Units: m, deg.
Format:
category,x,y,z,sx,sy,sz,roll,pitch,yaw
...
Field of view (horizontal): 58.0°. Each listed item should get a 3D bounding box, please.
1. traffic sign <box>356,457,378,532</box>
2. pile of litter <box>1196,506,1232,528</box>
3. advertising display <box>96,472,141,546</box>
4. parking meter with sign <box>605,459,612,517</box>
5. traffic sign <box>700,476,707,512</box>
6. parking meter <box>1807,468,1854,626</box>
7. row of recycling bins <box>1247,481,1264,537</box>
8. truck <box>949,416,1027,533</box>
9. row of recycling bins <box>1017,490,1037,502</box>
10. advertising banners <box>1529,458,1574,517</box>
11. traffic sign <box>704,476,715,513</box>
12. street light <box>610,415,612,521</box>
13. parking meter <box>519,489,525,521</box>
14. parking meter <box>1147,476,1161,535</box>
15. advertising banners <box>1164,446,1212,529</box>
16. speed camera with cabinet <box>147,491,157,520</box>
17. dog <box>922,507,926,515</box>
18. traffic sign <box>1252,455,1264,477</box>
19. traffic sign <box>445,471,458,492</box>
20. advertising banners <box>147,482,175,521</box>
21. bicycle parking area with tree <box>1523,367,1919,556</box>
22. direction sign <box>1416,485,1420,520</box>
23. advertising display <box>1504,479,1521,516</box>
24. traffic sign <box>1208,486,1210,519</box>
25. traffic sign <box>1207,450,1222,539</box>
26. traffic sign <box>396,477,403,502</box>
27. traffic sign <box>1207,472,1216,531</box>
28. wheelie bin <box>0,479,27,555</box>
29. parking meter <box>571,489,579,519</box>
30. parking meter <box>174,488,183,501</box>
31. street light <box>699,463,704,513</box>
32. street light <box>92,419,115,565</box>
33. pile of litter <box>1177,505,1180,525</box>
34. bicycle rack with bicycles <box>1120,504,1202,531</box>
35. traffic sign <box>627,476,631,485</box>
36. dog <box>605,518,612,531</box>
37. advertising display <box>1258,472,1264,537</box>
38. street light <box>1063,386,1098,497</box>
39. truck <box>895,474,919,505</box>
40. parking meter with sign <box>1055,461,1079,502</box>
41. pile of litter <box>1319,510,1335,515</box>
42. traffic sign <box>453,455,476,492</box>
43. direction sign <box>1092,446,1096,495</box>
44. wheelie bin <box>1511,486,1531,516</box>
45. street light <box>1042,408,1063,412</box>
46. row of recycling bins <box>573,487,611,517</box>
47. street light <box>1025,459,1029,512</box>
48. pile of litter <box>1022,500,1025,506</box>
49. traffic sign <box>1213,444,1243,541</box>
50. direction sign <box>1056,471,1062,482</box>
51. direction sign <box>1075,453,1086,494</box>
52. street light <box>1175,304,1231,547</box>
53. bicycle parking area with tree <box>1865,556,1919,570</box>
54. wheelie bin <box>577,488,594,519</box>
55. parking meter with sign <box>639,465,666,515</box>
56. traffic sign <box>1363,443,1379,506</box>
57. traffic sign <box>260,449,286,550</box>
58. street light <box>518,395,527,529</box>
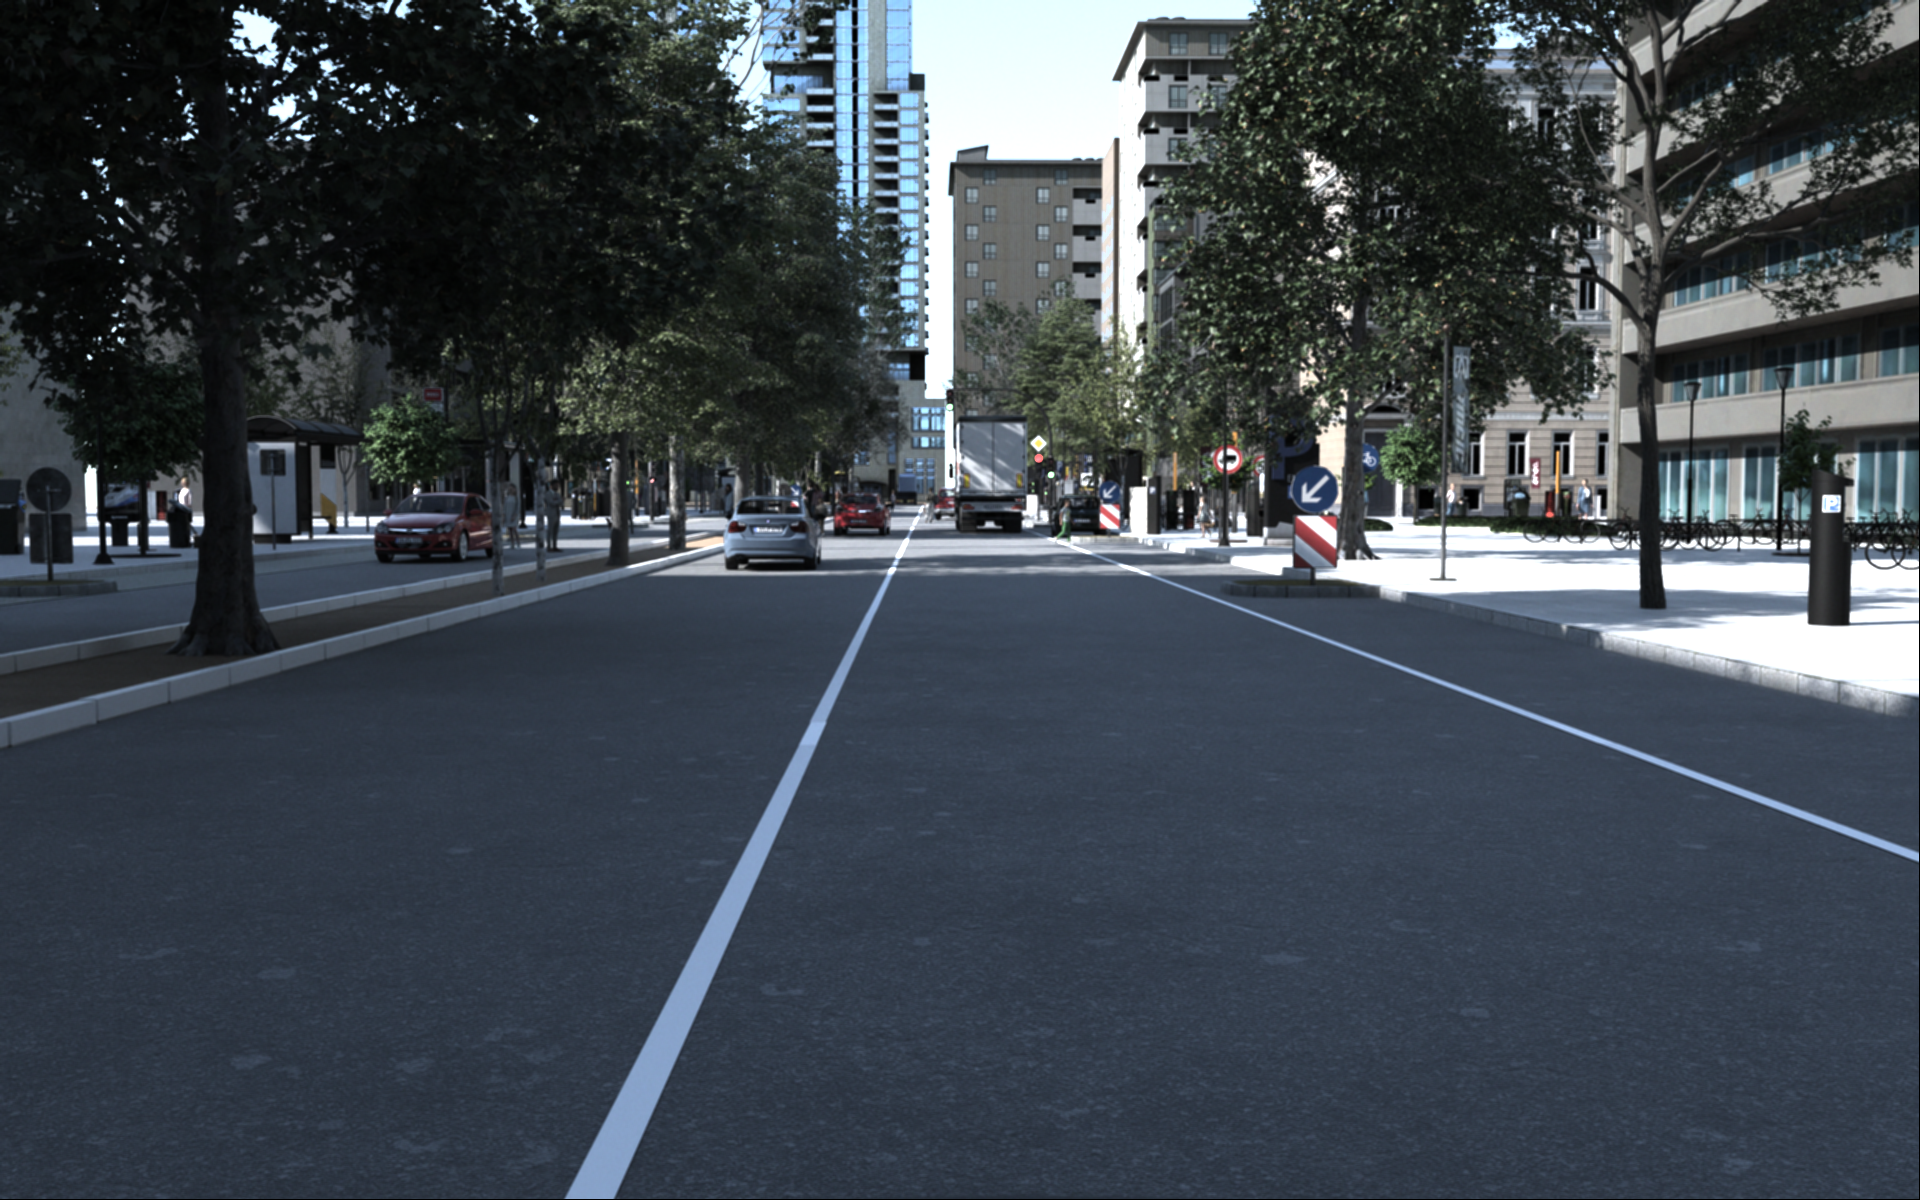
category,x,y,z,sx,sy,sz,roll,pitch,yaw
traffic sign,-19.919,-3.552,58.185,0.768,2.556,0.104,0,4,4
pile of litter,9.690,-3.195,66.197,1.719,0.858,1.176,-2,4,-27
advertising display,-20.676,-2.286,42.586,0.974,1.923,0.123,-1,4,-20
parking meter with sign,-16.936,-5.476,85.798,0.543,3.016,1.738,1,4,13
traffic sign,-17.824,-7.399,121.083,0.768,2.556,0.104,0,4,2
parking meter,8.519,-0.522,16.943,0.372,1.533,0.369,0,3,0
row of recycling bins,9.490,-2.859,53.860,1.069,1.692,3.534,1,4,13
truck,1.057,-4.813,67.604,2.839,4.237,11.283,0,4,-1
row of recycling bins,5.504,-9.036,154.851,3.534,1.692,1.069,3,4,38
advertising banners,28.584,-5.355,83.739,2.074,3.025,0.090,1,4,22
traffic sign,-17.374,-7.351,120.290,0.768,2.556,0.104,0,4,4
street light,-16.123,-6.760,83.060,1.470,5.913,1.316,0,4,-1
parking meter,-20.984,-4.552,82.829,0.372,1.533,0.369,0,3,0
parking meter,6.126,-2.998,54.724,0.399,1.863,0.255,2,4,34
advertising banners,8.311,-4.090,63.063,2.074,3.025,0.090,-2,4,-27
speed camera with cabinet,-40.426,-5.583,85.624,0.660,3.252,2.038,3,4,36
dog,-2.340,-6.227,121.091,0.406,0.507,0.540,2,4,25
traffic sign,9.825,-3.422,56.048,0.768,2.556,0.104,0,4,5
traffic sign,-17.372,-3.617,59.240,0.768,2.556,0.104,0,4,5
advertising banners,-38.662,-5.364,83.897,2.074,3.025,0.090,-2,4,-30
bicycle parking area with tree,18.592,-3.365,42.026,9.016,4.147,8.231,1,4,15
direction sign,22.720,-5.746,85.940,0.379,3.537,0.876,1,4,10
advertising display,24.084,-4.301,75.530,0.974,1.923,0.123,-2,4,-33
traffic sign,10.044,-4.267,69.872,0.768,2.556,0.104,0,4,4
traffic sign,7.361,-2.990,48.985,0.768,2.556,0.104,0,4,2
traffic sign,-19.868,-3.762,61.611,0.768,2.556,0.104,0,4,2
traffic sign,8.873,-3.551,60.182,0.606,2.300,0.079,0,4,5
wheelie bin,-20.302,-1.767,36.797,0.980,1.594,0.693,-1,4,-12
parking meter,-19.910,-4.961,89.519,0.372,1.533,0.369,0,3,0
parking meter,-33.298,-4.002,73.841,0.372,1.533,0.369,0,3,0
street light,-16.718,-8.740,115.441,1.470,5.913,1.316,0,4,-1
street light,-15.136,-3.608,31.527,1.470,5.913,1.316,0,4,-1
pile of litter,8.849,-3.628,73.286,1.176,0.858,1.719,-1,4,-10
bicycle rack with bicycles,7.256,-2.913,61.008,2.852,0.926,2.925,-2,4,-26
traffic sign,-21.204,-6.722,109.909,0.884,2.594,0.081,0,4,4
dog,-13.526,-2.950,67.520,0.540,0.507,0.406,-2,4,-25
advertising display,9.147,-2.803,51.044,0.123,1.923,0.974,-2,4,-28
street light,5.336,-6.239,74.552,1.470,5.913,1.316,0,4,-1
truck,-6.884,-14.273,223.128,2.967,4.110,18.799,0,4,-1
parking meter with sign,5.756,-5.717,89.731,1.738,3.016,0.543,3,5,43
pile of litter,10.784,-2.188,49.743,1.176,0.858,1.719,0,4,4
traffic sign,-16.191,-3.452,56.542,0.768,2.556,0.104,0,4,4
direction sign,6.376,-5.514,82.144,0.379,3.537,0.876,1,4,16
wheelie bin,23.310,-3.921,72.009,0.693,1.594,0.980,0,3,0
street light,5.048,-7.373,93.093,1.470,5.913,1.316,0,4,-1
row of recycling bins,-20.677,-5.593,98.560,1.069,1.692,3.534,2,4,28
street light,4.392,-9.372,125.767,1.470,5.913,1.316,0,4,-1
pile of litter,5.523,-7.818,141.792,1.176,0.858,1.719,-2,4,-28
traffic sign,6.836,-2.701,44.268,0.768,2.556,0.104,0,4,5
direction sign,8.954,-10.138,157.750,0.379,3.537,0.876,3,5,43
direction sign,6.667,-6.321,95.345,0.876,3.537,0.379,3,5,40
street light,5.943,-4.268,42.329,1.470,5.913,1.316,0,4,-1
bicycle parking area with tree,18.728,-2.354,25.488,9.016,4.147,8.231,1,4,21
wheelie bin,-19.090,-4.926,88.443,0.693,1.594,0.980,1,4,13
parking meter with sign,-18.868,-6.696,105.736,1.738,3.016,0.543,-2,4,-30
traffic sign,10.153,-2.662,43.623,0.768,2.556,0.104,0,4,7
traffic sign,-15.767,-2.302,39.770,0.606,2.300,0.079,0,4,6
street light,-15.743,-5.614,64.333,1.470,5.913,1.316,0,4,-1
